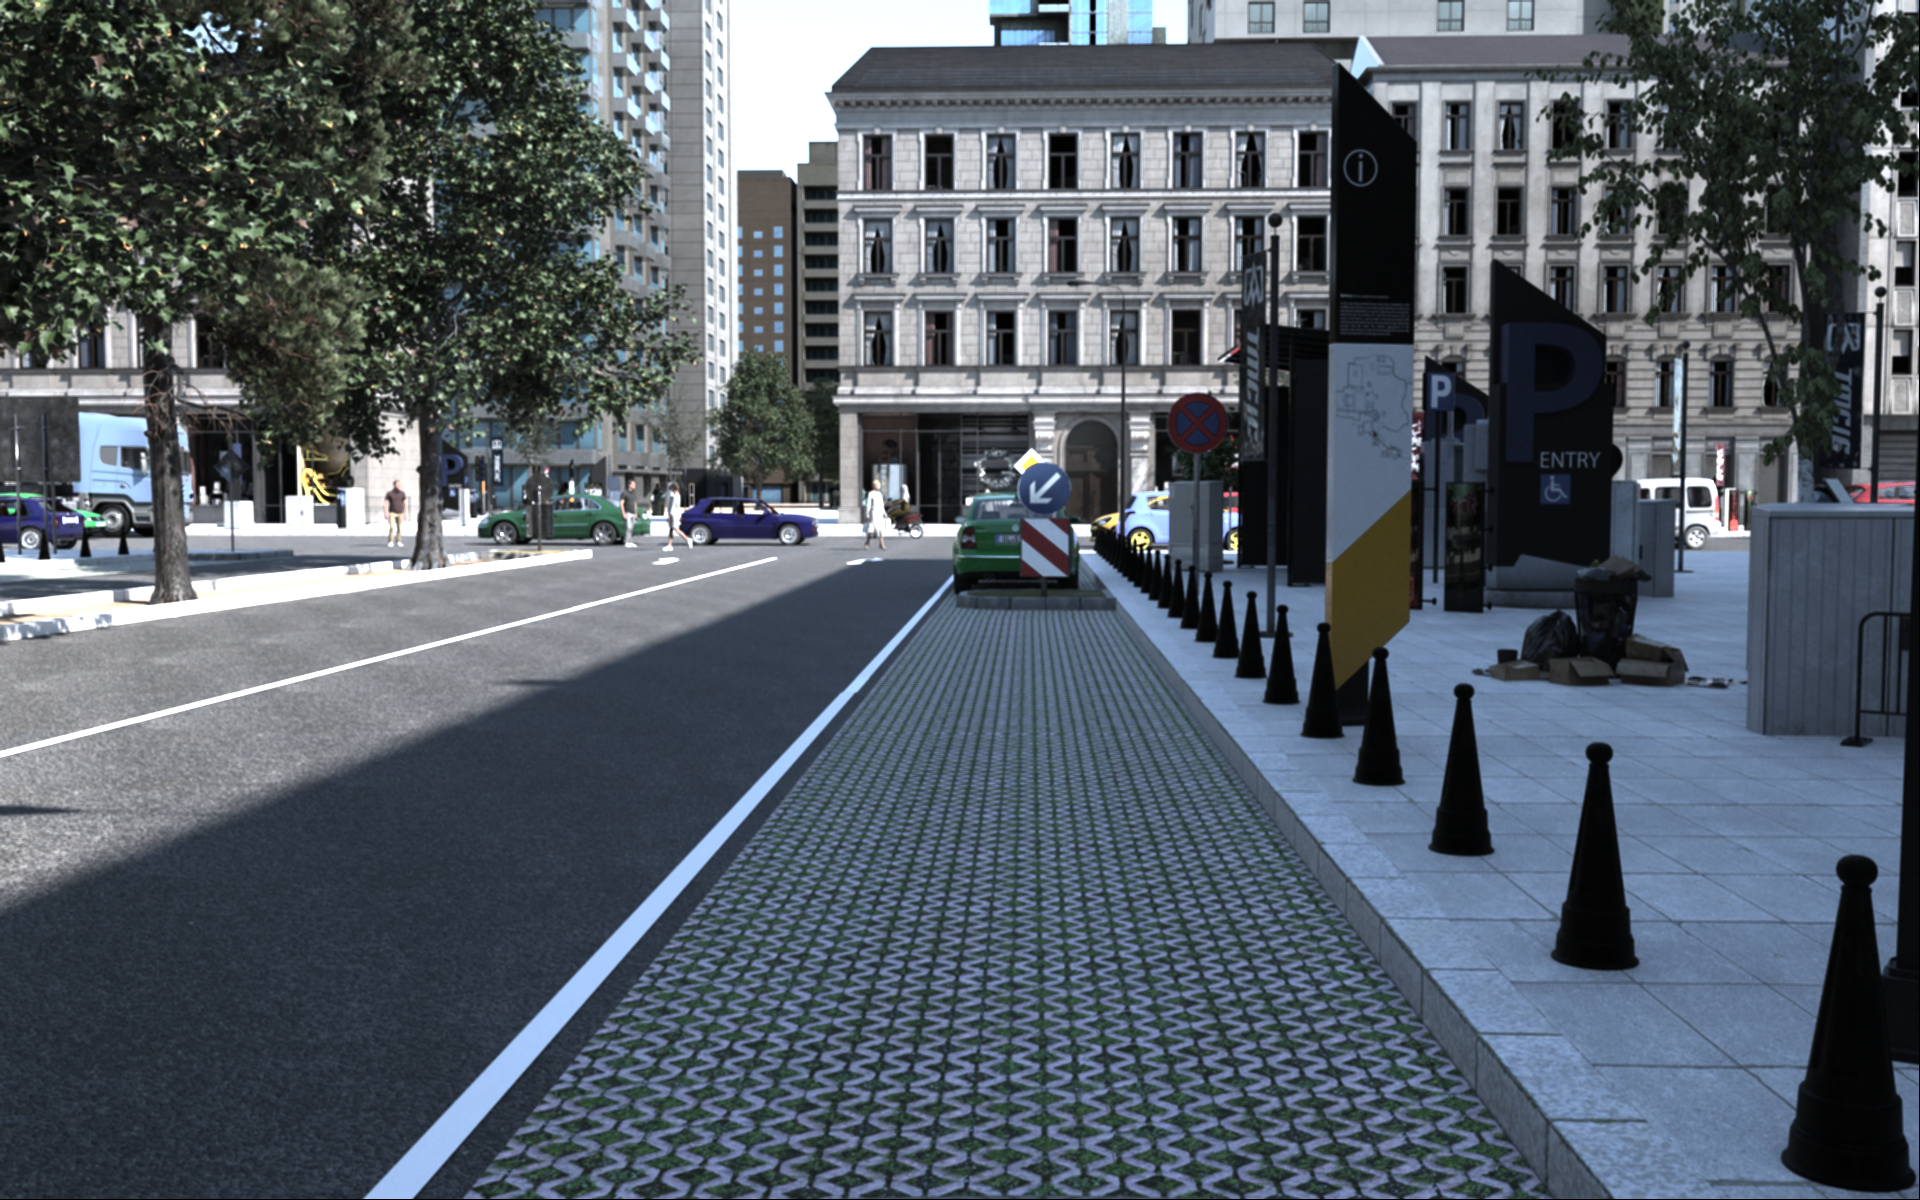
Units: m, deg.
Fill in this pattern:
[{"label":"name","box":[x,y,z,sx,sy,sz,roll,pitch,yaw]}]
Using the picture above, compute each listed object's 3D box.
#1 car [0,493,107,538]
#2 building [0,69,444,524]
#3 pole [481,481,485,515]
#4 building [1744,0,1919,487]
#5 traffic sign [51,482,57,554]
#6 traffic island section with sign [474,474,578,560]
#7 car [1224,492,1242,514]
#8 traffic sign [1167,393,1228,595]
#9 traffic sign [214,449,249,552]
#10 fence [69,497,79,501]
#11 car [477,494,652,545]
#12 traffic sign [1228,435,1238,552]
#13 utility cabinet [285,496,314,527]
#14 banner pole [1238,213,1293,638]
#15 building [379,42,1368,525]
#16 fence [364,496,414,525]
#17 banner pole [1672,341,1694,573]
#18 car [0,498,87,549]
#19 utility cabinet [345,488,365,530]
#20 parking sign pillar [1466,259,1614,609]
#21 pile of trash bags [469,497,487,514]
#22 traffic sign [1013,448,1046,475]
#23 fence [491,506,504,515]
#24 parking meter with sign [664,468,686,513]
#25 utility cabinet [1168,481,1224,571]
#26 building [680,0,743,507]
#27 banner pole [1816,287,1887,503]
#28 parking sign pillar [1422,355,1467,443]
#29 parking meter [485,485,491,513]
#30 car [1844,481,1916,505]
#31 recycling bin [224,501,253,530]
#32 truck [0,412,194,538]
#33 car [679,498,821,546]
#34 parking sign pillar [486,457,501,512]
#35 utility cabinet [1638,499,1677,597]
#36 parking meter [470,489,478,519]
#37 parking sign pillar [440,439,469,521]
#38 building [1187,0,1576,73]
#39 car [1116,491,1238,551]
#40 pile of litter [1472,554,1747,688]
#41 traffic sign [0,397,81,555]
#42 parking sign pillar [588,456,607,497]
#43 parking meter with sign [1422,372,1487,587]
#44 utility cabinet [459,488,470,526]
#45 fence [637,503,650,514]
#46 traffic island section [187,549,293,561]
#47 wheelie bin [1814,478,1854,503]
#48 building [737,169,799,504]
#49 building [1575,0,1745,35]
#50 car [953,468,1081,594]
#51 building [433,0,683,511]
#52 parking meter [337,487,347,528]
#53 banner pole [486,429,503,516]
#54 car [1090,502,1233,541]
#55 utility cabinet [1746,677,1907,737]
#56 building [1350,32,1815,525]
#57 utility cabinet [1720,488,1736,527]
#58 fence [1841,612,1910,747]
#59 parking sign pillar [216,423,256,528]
[{"label":"car","box":[-29.471,-2.809,54.724,4.718,1.807,1.959,0,4,2]},{"label":"building","box":[-44.572,-13.873,77.739,40.483,20.767,10.553,0,4,2]},{"label":"pole","box":[-28.641,-6.737,103.998,0.158,3.312,0.155,0,3,0]},{"label":"building","box":[46.182,-15.710,74.886,19.932,24.808,12.078,0,4,2]},{"label":"traffic sign","box":[-19.345,-2.260,36.955,0.884,2.594,0.081,1,4,11]},{"label":"traffic island section with sign","box":[-9.522,-1.857,38.493,2.006,1.907,1.989,0,4,2]},{"label":"car","box":[8.573,-2.540,50.565,4.494,1.783,2.155,0,4,4]},{"label":"traffic sign","box":[2.989,-1.332,21.877,0.768,2.556,0.104,0,4,3]},{"label":"traffic sign","box":[-16.170,-2.130,38.460,0.795,2.450,0.064,0,4,2]},{"label":"fence","box":[-37.063,-3.679,71.362,0.480,1.192,2.264,1,4,17]},{"label":"car","box":[-11.264,-2.290,49.239,4.920,1.459,2.131,0,4,2]},{"label":"traffic sign","box":[5.969,-2.338,38.237,0.884,2.594,0.081,0,4,7]},{"label":"utility cabinet","box":[-25.744,-3.444,67.475,1.020,1.237,0.306,0,4,7]},{"label":"banner pole","box":[2.734,-1.574,15.746,0.401,3.779,0.863,-1,4,-18]},{"label":"building","box":[-3.586,-13.778,76.178,40.483,20.767,10.553,0,4,2]},{"label":"fence","box":[-23.558,-3.667,71.156,2.264,1.192,0.480,1,4,12]},{"label":"banner pole","box":[11.715,-2.336,28.210,0.401,3.779,0.863,3,4,38]},{"label":"car","box":[-24.448,-1.921,43.982,3.894,1.354,1.945,0,4,1]},{"label":"utility cabinet","box":[-21.613,-3.257,61.930,0.318,1.500,1.173,0,4,-2]},{"label":"parking sign pillar","box":[6.769,-1.920,19.865,1.447,3.967,1.447,0,4,0]},{"label":"pile of trash bags","box":[-31.697,-6.105,109.561,1.912,1.369,3.447,2,4,33]},{"label":"traffic sign","box":[1.560,-2.085,37.739,0.795,2.450,0.064,0,4,2]},{"label":"fence","box":[-23.034,-4.334,86.229,0.278,0.683,2.069,0,4,3]},{"label":"parking meter with sign","box":[-19.029,-7.236,114.566,1.738,3.016,0.543,0,4,-6]},{"label":"utility cabinet","box":[3.903,-1.229,28.777,0.318,1.500,1.173,-2,4,-27]},{"label":"building","box":[-34.175,-45.098,175.600,20.611,71.187,20.563,0,4,2]},{"label":"banner pole","box":[10.879,-1.898,21.053,0.863,3.779,0.401,1,4,12]},{"label":"parking sign pillar","box":[9.566,-2.743,33.313,1.447,3.967,1.447,2,4,23]},{"label":"parking meter","box":[-30.820,-6.556,112.909,0.399,1.863,0.255,2,4,24]},{"label":"car","box":[28.807,-2.639,51.820,5.304,1.827,2.281,0,4,1]},{"label":"recycling bin","box":[-25.891,-3.034,62.157,0.722,1.027,0.722,1,4,13]},{"label":"truck","box":[-34.691,-4.179,58.078,18.799,4.110,2.967,0,4,3]},{"label":"car","box":[-5.917,-2.223,48.932,3.894,1.354,1.945,0,4,1]},{"label":"parking sign pillar","box":[-34.352,-8.451,126.654,1.447,3.967,1.447,-2,4,-26]},{"label":"utility cabinet","box":[8.671,-0.662,21.983,0.306,1.237,1.020,0,4,-7]},{"label":"parking meter","box":[-25.565,-5.054,91.037,0.372,1.533,0.369,0,3,0]},{"label":"parking sign pillar","box":[-24.647,-5.867,84.395,1.447,3.967,1.447,1,4,12]},{"label":"building","box":[32.962,-33.743,140.930,28.713,52.752,27.495,0,4,2]},{"label":"car","box":[5.713,-2.042,42.970,3.694,1.707,1.945,0,4,2]},{"label":"pile of litter","box":[4.470,0.124,11.931,1.719,0.858,1.176,3,5,40]},{"label":"traffic sign","box":[-19.597,-2.610,36.544,2.265,3.308,0.079,1,4,10]},{"label":"parking sign pillar","box":[-25.895,-8.268,123.647,1.447,3.967,1.447,3,5,42]},{"label":"parking meter with sign","box":[7.282,-1.711,24.239,0.543,3.016,1.738,-2,4,-29]},{"label":"utility cabinet","box":[-19.552,-3.650,68.356,0.318,1.500,1.173,-1,4,-22]},{"label":"fence","box":[-20.304,-5.854,111.086,0.278,0.683,2.069,-2,4,-33]},{"label":"traffic island section","box":[-16.194,-0.993,38.523,2.009,0.180,2.903,0,4,2]},{"label":"wheelie bin","box":[17.664,-1.670,35.213,0.980,1.594,0.693,-3,4,-39]},{"label":"building","box":[-29.250,-35.951,237.907,14.200,45.320,14.600,0,4,2]},{"label":"building","box":[64.014,-38.526,171.893,28.212,58.520,21.231,0,4,2]},{"label":"car","box":[0.860,-1.053,26.011,1.959,1.807,4.718,0,4,2]},{"label":"building","box":[-36.949,-32.153,145.304,23.786,49.044,30.456,0,4,2]},{"label":"parking meter","box":[-23.074,-3.442,64.693,0.372,1.533,0.369,0,3,0]},{"label":"banner pole","box":[-17.918,-4.681,66.544,0.863,3.779,0.401,1,4,11]},{"label":"car","box":[5.474,-2.217,46.465,3.980,1.641,2.015,0,4,4]},{"label":"utility cabinet","box":[4.790,0.117,9.247,1.020,1.237,0.306,0,4,6]},{"label":"building","box":[25.764,-13.811,74.965,18.267,20.994,9.793,0,4,2]},{"label":"utility cabinet","box":[29.922,-3.605,67.629,0.318,1.500,1.173,3,5,41]},{"label":"fence","box":[5.388,0.434,8.280,2.069,0.683,0.278,3,4,38]},{"label":"parking sign pillar","box":[-27.876,-4.777,66.581,1.447,3.967,1.447,-1,4,-22]}]
